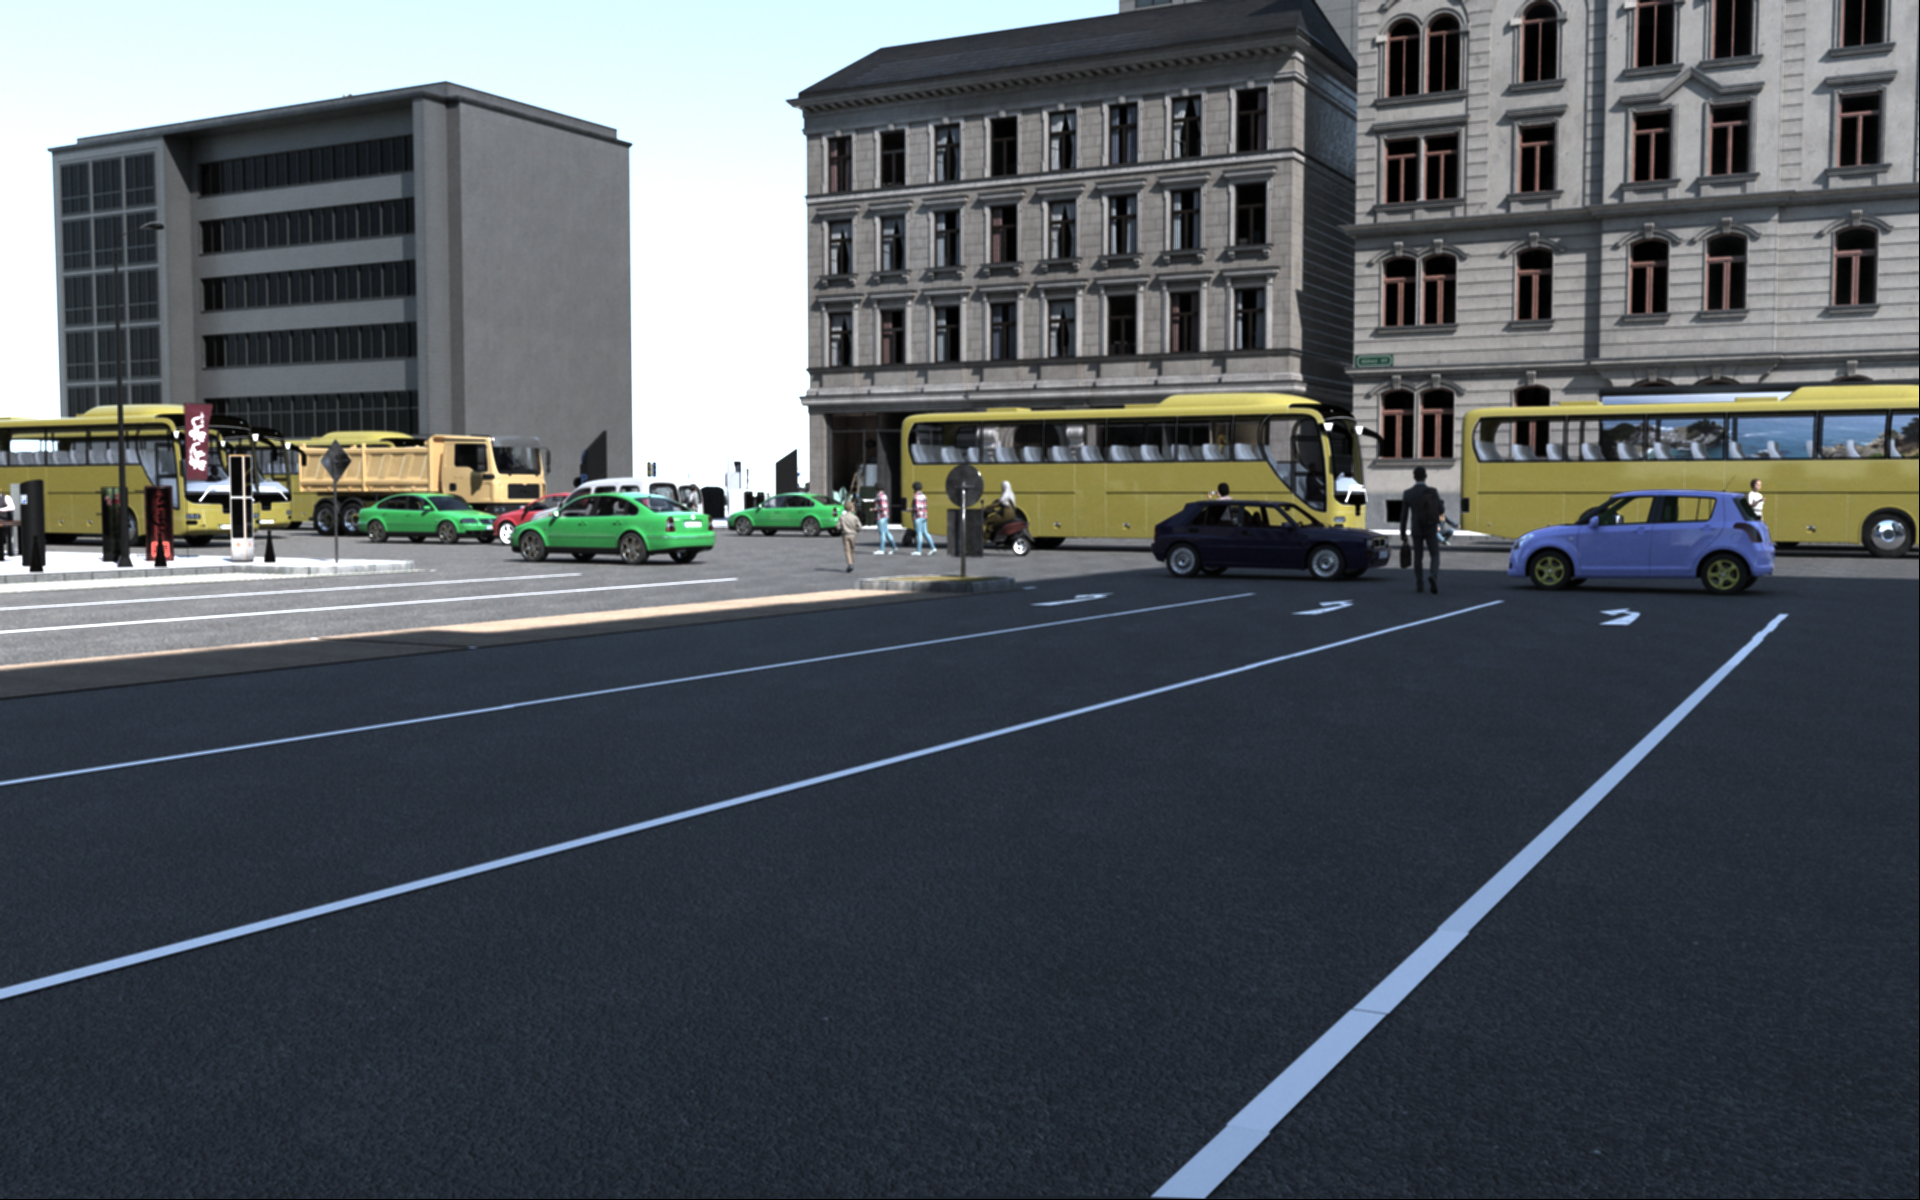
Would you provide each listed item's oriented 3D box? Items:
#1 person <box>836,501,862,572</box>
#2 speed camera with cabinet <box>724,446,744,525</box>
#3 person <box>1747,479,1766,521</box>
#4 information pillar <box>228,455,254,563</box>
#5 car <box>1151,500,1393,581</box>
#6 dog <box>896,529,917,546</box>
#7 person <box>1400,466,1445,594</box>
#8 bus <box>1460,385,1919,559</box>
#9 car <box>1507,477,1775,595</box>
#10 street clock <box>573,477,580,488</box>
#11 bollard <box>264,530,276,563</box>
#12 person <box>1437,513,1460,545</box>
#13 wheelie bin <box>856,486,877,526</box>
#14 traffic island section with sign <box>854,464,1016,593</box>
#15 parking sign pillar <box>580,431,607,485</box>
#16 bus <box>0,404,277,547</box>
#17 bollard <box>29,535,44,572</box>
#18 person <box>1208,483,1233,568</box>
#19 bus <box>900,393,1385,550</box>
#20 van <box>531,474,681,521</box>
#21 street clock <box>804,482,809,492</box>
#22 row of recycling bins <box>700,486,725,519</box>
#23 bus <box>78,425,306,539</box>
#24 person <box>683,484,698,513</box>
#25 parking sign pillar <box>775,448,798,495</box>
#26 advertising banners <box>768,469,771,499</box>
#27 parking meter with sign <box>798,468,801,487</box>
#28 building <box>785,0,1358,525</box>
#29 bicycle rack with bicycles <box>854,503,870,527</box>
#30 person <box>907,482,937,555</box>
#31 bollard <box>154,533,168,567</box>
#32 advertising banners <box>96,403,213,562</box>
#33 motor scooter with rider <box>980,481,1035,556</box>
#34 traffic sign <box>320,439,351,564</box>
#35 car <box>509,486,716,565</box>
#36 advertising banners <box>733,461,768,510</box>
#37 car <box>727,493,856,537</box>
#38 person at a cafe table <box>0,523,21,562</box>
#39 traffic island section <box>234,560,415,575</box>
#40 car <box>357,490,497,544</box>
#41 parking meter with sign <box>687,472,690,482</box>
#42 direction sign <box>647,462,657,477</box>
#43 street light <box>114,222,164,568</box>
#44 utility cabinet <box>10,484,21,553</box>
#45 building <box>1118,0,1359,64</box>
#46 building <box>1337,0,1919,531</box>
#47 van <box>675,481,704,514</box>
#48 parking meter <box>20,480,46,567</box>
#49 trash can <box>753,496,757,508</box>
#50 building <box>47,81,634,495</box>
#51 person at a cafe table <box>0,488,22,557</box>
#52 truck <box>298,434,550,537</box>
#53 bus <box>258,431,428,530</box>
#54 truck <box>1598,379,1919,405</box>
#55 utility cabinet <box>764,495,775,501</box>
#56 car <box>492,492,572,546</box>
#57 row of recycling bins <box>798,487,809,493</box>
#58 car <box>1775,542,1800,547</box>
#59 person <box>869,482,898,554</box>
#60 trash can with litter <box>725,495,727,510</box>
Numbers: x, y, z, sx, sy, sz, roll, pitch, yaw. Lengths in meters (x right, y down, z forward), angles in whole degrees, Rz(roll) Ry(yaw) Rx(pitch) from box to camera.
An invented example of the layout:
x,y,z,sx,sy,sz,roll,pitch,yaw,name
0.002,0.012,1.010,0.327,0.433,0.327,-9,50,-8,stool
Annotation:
x,y,z,sx,sy,sz,roll,pitch,yaw,name
-2.049,-1.165,31.818,0.475,1.303,0.640,-1,4,-16,person
-9.118,-4.627,69.992,0.660,3.252,2.038,-1,4,-12,speed camera with cabinet
16.987,-1.700,36.858,0.480,1.755,0.524,-2,4,-34,person
-13.477,-1.712,32.486,0.304,2.012,0.304,0,4,6,information pillar
5.336,-1.047,29.692,3.894,1.354,1.945,2,4,28,car
-1.501,-1.906,48.005,0.800,0.831,0.513,-1,4,-10,dog
6.700,-1.018,25.111,0.622,1.834,0.822,1,4,15,person
18.302,-3.019,40.902,12.252,3.916,2.896,2,4,28,bus
10.103,-0.991,25.798,3.694,1.707,1.945,2,4,30,car
-16.457,-4.304,74.939,0.471,2.002,0.358,-3,5,-41,street clock
-12.974,-1.009,32.544,0.229,0.601,0.229,0,3,0,bollard
13.706,-2.130,48.831,1.012,1.151,0.738,-1,4,-19,person
-3.746,-3.806,70.133,0.980,1.594,0.693,0,4,-6,wheelie bin
-0.228,-1.099,26.101,2.006,1.907,1.989,2,4,29,traffic island section with sign
-15.447,-5.172,73.034,1.447,3.967,1.447,2,4,25,parking sign pillar
-24.720,-3.531,49.274,12.252,3.916,2.896,2,4,29,bus
-15.198,-0.761,28.484,0.229,0.601,0.229,0,3,0,bollard
5.051,-1.451,33.684,0.517,1.644,0.566,1,4,16,person
4.339,-3.209,44.009,12.252,3.916,2.896,2,4,29,bus
-8.996,-2.245,43.723,4.112,2.044,2.013,2,4,29,van
-9.365,-6.236,106.530,0.358,2.002,0.471,-2,4,-32,street clock
-13.157,-5.211,92.310,1.069,1.692,3.534,0,4,2,row of recycling bins
-27.145,-4.045,57.688,12.252,3.916,2.896,2,4,29,bus
-8.010,-2.597,51.680,0.376,1.734,0.841,-1,4,-19,person
-10.079,-6.865,100.720,1.447,3.967,1.447,0,4,-2,parking sign pillar
-13.416,-7.661,121.450,0.090,3.025,2.074,-1,4,-15,advertising banners
-11.035,-7.424,117.636,0.543,3.016,1.738,0,4,-1,parking meter with sign
-3.215,-13.779,76.202,40.483,20.767,10.553,2,4,29,building
-4.555,-3.315,67.583,2.852,0.926,2.925,2,4,31,bicycle rack with bicycles
-0.908,-1.915,40.651,0.643,1.720,0.563,2,4,26,person
-14.091,-0.885,30.516,0.229,0.601,0.229,0,3,0,bollard
-15.323,-2.253,33.023,2.074,3.025,0.090,-2,4,-27,advertising banners
0.872,-1.923,40.398,1.986,1.779,0.876,2,4,31,motor scooter with rider
-11.509,-1.730,31.926,0.795,2.450,0.064,2,4,29,traffic sign
-7.350,-1.679,36.251,4.718,1.807,1.959,2,4,30,car
-11.185,-5.860,91.992,2.074,3.025,0.090,-3,5,-42,advertising banners
-5.778,-3.077,59.104,4.718,1.807,1.959,2,4,28,car
-18.790,-1.351,32.944,1.698,1.238,1.726,-1,4,-9,person at a cafe table
-11.534,-0.594,32.000,2.009,0.180,2.903,2,4,29,traffic island section
-15.446,-2.560,50.646,4.718,1.807,1.959,2,4,27,car
-22.153,-8.557,136.161,1.738,3.016,0.543,-1,4,-21,parking meter with sign
-21.609,-7.921,121.497,0.379,3.537,0.876,3,4,37,direction sign
-14.187,-3.512,29.956,1.470,5.913,1.316,2,4,29,street light
-20.162,-1.755,37.367,0.318,1.500,1.173,-3,5,-40,utility cabinet
25.528,-42.421,131.843,20.563,71.187,20.611,2,4,29,building
26.663,-16.763,61.466,23.554,28.519,14.401,2,4,29,building
-10.512,-3.104,57.762,4.112,2.044,2.013,2,4,30,van
-16.489,-1.369,30.799,0.372,1.533,0.369,0,3,0,parking meter
-14.128,-6.600,119.562,0.748,1.137,0.748,0,3,0,trash can
-34.247,-16.860,94.728,30.058,24.678,14.314,2,4,29,building
-20.107,-1.678,35.948,1.698,1.524,1.622,-1,4,-14,person at a cafe table
-17.760,-3.807,58.168,9.791,3.379,3.469,2,4,27,truck
-25.608,-4.756,69.312,12.252,3.916,2.896,2,4,28,bus
22.381,-3.385,44.260,11.283,4.237,2.839,2,4,27,truck
-13.751,-6.992,125.478,1.020,1.237,0.306,-2,4,-32,utility cabinet
-10.990,-2.391,48.133,4.494,1.783,2.155,2,4,28,car
-10.053,-5.979,104.872,1.069,1.692,3.534,-2,4,-25,row of recycling bins
23.649,-2.230,46.677,3.980,1.641,2.015,2,4,30,car
-1.824,-1.956,41.322,0.643,1.720,0.563,0,4,7,person
-18.793,-7.896,140.160,2.233,1.210,1.678,2,4,31,trash can with litter
